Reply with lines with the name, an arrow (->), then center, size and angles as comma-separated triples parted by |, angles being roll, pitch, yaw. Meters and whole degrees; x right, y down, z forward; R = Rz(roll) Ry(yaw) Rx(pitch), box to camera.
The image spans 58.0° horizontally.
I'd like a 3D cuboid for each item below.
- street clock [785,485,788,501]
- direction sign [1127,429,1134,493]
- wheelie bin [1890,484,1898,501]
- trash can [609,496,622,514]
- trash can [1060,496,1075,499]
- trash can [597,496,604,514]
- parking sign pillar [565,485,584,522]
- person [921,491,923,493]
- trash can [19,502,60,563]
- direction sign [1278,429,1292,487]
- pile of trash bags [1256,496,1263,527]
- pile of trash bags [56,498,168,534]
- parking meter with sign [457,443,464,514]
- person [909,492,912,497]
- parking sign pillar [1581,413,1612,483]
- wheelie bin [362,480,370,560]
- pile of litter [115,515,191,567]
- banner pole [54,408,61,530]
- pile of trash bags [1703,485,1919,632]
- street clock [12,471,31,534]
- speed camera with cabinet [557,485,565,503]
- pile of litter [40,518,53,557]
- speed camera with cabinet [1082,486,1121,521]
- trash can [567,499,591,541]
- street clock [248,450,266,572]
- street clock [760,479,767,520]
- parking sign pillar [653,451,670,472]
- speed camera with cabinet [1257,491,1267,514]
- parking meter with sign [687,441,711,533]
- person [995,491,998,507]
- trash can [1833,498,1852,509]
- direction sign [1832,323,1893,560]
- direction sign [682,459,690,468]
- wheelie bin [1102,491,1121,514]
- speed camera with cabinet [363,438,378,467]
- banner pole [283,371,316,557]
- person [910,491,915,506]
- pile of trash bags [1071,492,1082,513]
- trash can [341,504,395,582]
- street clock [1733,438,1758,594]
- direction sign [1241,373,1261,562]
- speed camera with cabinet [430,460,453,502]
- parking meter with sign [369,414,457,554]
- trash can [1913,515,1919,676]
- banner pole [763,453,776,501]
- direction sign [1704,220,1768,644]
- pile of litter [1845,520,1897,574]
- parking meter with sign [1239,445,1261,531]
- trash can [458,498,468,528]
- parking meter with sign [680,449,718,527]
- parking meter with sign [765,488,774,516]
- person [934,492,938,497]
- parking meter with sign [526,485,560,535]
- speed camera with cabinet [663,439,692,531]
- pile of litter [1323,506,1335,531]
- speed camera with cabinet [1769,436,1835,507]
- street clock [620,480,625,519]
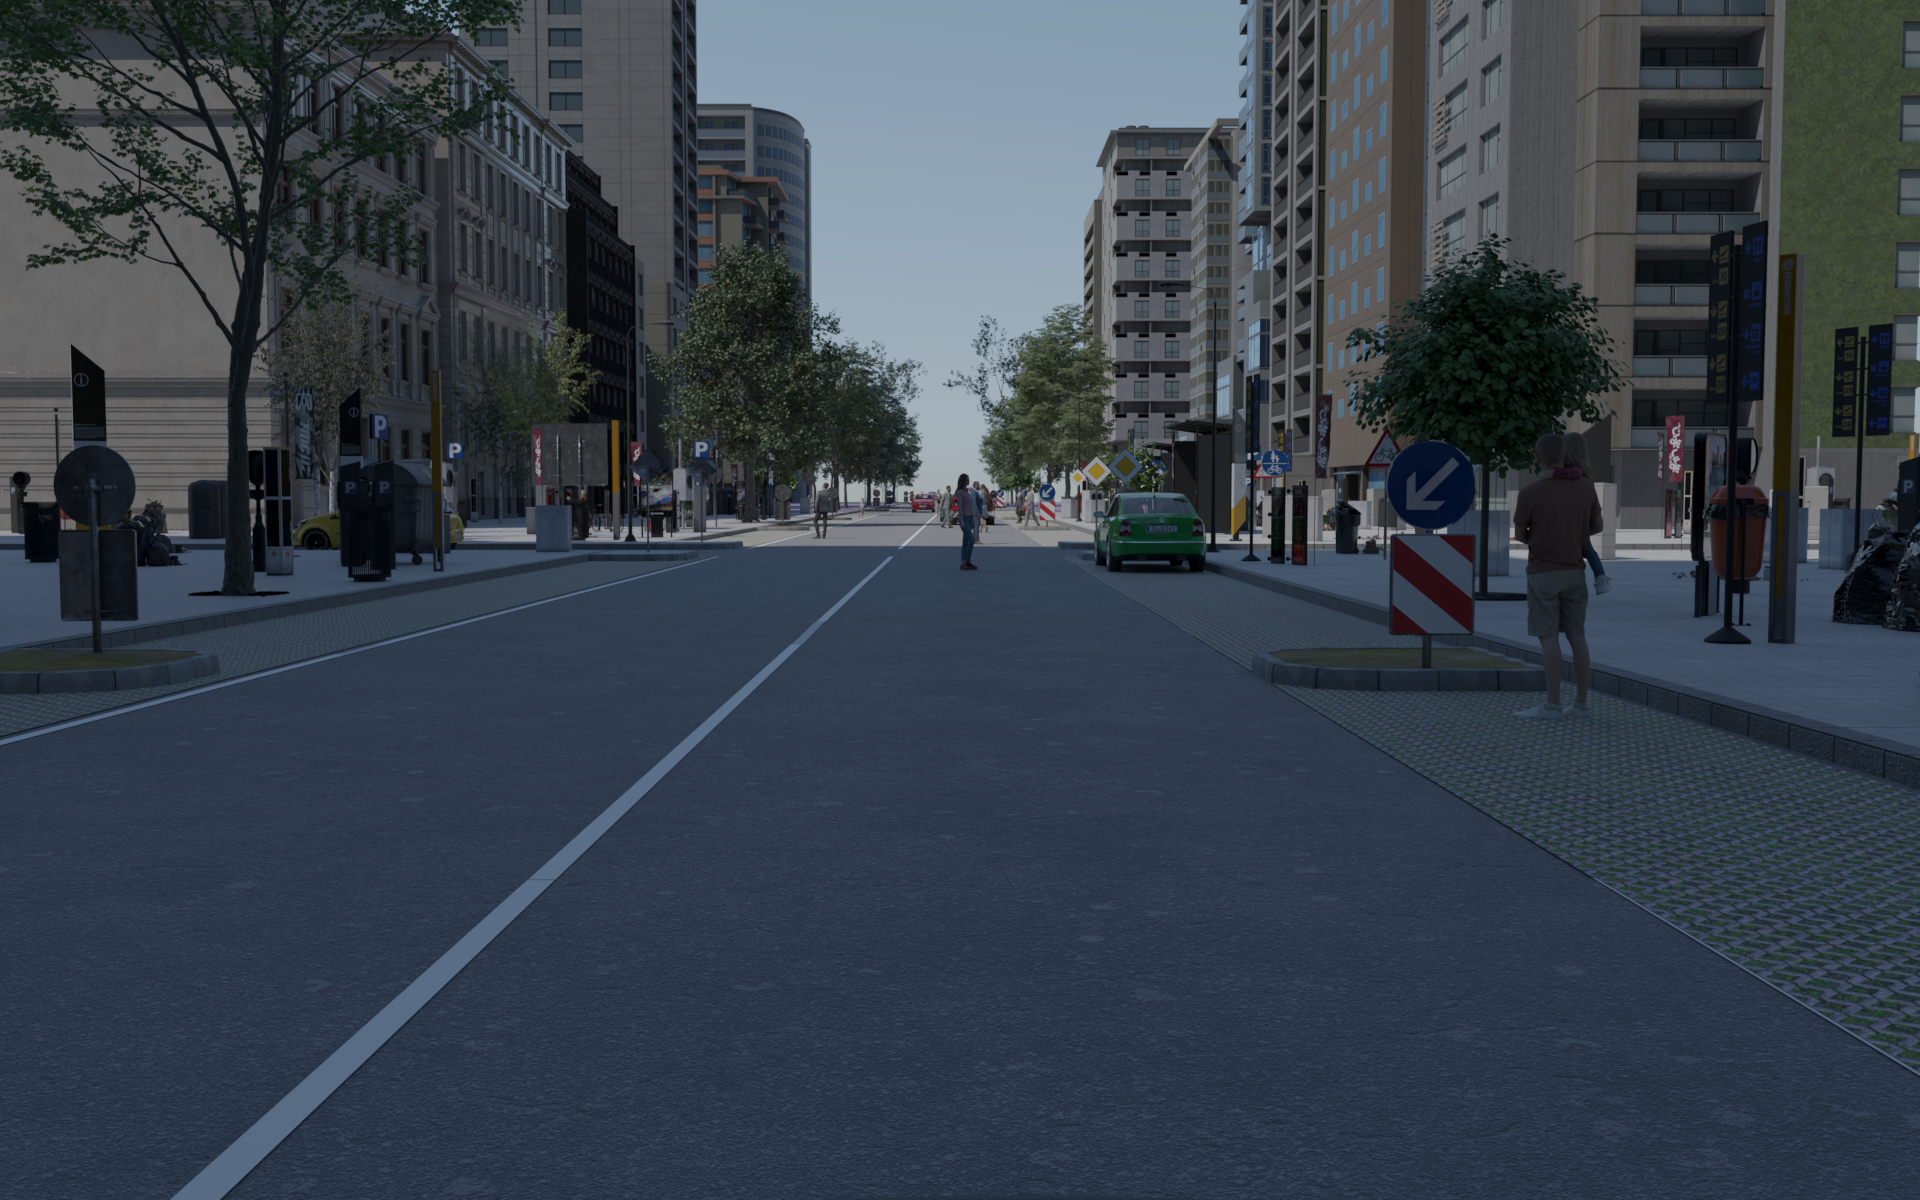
street clock -> -9.701, -5.582, 95.840 | 0.471, 2.002, 0.358 | -1, 4, -12
direction sign -> 5.951, -4.184, 60.410 | 0.379, 3.537, 0.876 | 0, 4, -8
wheelie bin -> 28.207, -2.679, 51.709 | 0.980, 1.594, 0.693 | -1, 4, -14
trash can -> -20.568, -5.615, 103.460 | 0.748, 1.137, 0.748 | 0, 3, 0
trash can -> 6.891, -6.173, 112.585 | 0.748, 1.137, 0.748 | 0, 3, 0
trash can -> -21.854, -5.776, 106.095 | 0.748, 1.137, 0.748 | 0, 3, 0
parking sign pillar -> -17.514, -5.521, 78.747 | 1.447, 3.967, 1.447 | 1, 4, 12
person -> -5.455, -14.620, 247.552 | 0.705, 1.822, 1.348 | -1, 4, -9
trash can -> -17.244, -1.278, 32.541 | 0.748, 1.137, 0.748 | 0, 3, 0
direction sign -> 11.368, -4.198, 60.629 | 0.379, 3.537, 0.876 | -1, 4, -21
pile of trash bags -> 11.985, -3.602, 68.643 | 3.447, 1.369, 1.912 | 1, 4, 22
pile of trash bags -> -27.511, -2.847, 56.299 | 3.447, 1.369, 1.912 | -1, 4, -12
parking meter with sign -> -17.124, -3.770, 57.907 | 0.543, 3.016, 1.738 | 0, 4, 2
person -> -6.936, -14.555, 247.201 | 0.721, 1.743, 1.217 | 2, 4, 34
parking sign pillar -> 20.989, -4.237, 57.748 | 1.447, 3.967, 1.447 | -1, 4, -12
wheelie bin -> -11.502, -1.576, 33.673 | 0.693, 1.594, 0.980 | 0, 4, -6
pile of litter -> -14.764, -1.035, 30.894 | 1.719, 0.858, 1.176 | -1, 4, -9
banner pole -> -26.209, -3.692, 50.387 | 0.401, 3.779, 0.863 | -1, 4, -20
pile of trash bags -> 9.047, -0.430, 16.778 | 3.447, 1.369, 1.912 | 1, 4, 13
street clock -> -29.857, -3.094, 55.149 | 0.471, 2.002, 0.358 | 0, 4, 2
speed camera with cabinet -> -20.880, -5.869, 90.289 | 0.660, 3.252, 2.038 | 2, 4, 33
pile of litter -> -18.242, -1.294, 35.120 | 1.176, 0.858, 1.719 | -1, 4, -23
speed camera with cabinet -> 6.772, -5.405, 82.707 | 2.038, 3.252, 0.660 | -3, 4, -37
trash can -> -10.530, -2.199, 47.611 | 0.748, 1.137, 0.748 | 0, 3, 0
street clock -> -11.549, -1.464, 28.514 | 0.471, 2.002, 0.358 | 0, 4, -2
street clock -> -9.664, -4.934, 85.235 | 0.358, 2.002, 0.471 | 1, 4, 16
parking sign pillar -> -18.673, -7.345, 108.566 | 1.447, 3.967, 1.447 | 2, 4, 29
speed camera with cabinet -> 14.363, -5.663, 86.928 | 2.038, 3.252, 0.660 | 0, 4, 6
parking meter with sign -> -8.683, -3.764, 57.799 | 0.543, 3.016, 1.738 | -1, 4, -13
person -> 3.698, -10.425, 179.626 | 1.217, 1.739, 0.721 | -2, 4, -24
trash can -> 30.231, -2.927, 59.516 | 0.748, 1.137, 0.748 | 0, 3, 0
direction sign -> 12.172, -1.923, 23.433 | 0.379, 3.537, 0.876 | -1, 4, -23
direction sign -> -13.644, -5.746, 85.949 | 0.379, 3.537, 0.876 | -3, 4, -39
wheelie bin -> 7.000, -4.407, 79.963 | 0.980, 1.594, 0.693 | 2, 4, 34
speed camera with cabinet -> -15.962, -3.162, 46.033 | 0.660, 3.252, 2.038 | -2, 4, -30
banner pole -> -13.533, -2.778, 35.430 | 0.401, 3.779, 0.863 | 3, 4, 38
person -> -5.609, -12.058, 205.653 | 0.705, 1.823, 1.348 | 3, 4, 36
pile of trash bags -> 8.111, -6.600, 117.661 | 1.912, 1.369, 3.447 | 0, 4, -6
trash can -> -8.679, -0.843, 25.438 | 0.748, 1.137, 0.748 | 0, 3, 0
street clock -> 10.081, -1.086, 22.325 | 0.358, 2.002, 0.471 | 3, 5, 41
direction sign -> 5.567, -2.508, 33.005 | 0.379, 3.537, 0.876 | 0, 4, -6
speed camera with cabinet -> -14.799, -3.322, 48.657 | 0.660, 3.252, 2.038 | 0, 3, 0
parking meter with sign -> -11.885, -2.525, 37.550 | 1.738, 3.016, 0.543 | 1, 4, 19
trash can -> 6.709, 0.012, 11.450 | 0.748, 1.137, 0.748 | 0, 3, 0
banner pole -> -9.752, -5.993, 87.998 | 0.863, 3.779, 0.401 | 1, 4, 13
direction sign -> 6.630, -1.398, 14.854 | 0.379, 3.537, 0.876 | 0, 4, -5
pile of litter -> 15.128, -0.859, 28.015 | 1.719, 0.858, 1.176 | 0, 4, 3
parking meter with sign -> 10.143, -3.949, 60.829 | 0.543, 3.016, 1.738 | 1, 4, 19
trash can -> -18.177, -3.125, 62.748 | 0.748, 1.137, 0.748 | 0, 3, 0
parking meter with sign -> -10.249, -4.323, 66.946 | 1.738, 3.016, 0.543 | 0, 4, 4
parking meter with sign -> -11.401, -6.562, 103.552 | 0.543, 3.016, 1.738 | -1, 4, -22
person -> -2.967, -13.558, 230.997 | 1.217, 1.723, 0.721 | 0, 4, -6
parking meter with sign -> -13.302, -3.630, 55.615 | 0.543, 3.016, 1.738 | 1, 4, 18
speed camera with cabinet -> -10.200, -4.125, 61.781 | 0.660, 3.252, 2.038 | 2, 4, 25
pile of litter -> 12.810, -2.859, 60.709 | 1.719, 0.858, 1.176 | -3, 4, -36
speed camera with cabinet -> 28.656, -3.951, 58.927 | 2.038, 3.252, 0.660 | 0, 4, -8
street clock -> -17.524, -5.220, 89.918 | 0.358, 2.002, 0.471 | 0, 4, -3
